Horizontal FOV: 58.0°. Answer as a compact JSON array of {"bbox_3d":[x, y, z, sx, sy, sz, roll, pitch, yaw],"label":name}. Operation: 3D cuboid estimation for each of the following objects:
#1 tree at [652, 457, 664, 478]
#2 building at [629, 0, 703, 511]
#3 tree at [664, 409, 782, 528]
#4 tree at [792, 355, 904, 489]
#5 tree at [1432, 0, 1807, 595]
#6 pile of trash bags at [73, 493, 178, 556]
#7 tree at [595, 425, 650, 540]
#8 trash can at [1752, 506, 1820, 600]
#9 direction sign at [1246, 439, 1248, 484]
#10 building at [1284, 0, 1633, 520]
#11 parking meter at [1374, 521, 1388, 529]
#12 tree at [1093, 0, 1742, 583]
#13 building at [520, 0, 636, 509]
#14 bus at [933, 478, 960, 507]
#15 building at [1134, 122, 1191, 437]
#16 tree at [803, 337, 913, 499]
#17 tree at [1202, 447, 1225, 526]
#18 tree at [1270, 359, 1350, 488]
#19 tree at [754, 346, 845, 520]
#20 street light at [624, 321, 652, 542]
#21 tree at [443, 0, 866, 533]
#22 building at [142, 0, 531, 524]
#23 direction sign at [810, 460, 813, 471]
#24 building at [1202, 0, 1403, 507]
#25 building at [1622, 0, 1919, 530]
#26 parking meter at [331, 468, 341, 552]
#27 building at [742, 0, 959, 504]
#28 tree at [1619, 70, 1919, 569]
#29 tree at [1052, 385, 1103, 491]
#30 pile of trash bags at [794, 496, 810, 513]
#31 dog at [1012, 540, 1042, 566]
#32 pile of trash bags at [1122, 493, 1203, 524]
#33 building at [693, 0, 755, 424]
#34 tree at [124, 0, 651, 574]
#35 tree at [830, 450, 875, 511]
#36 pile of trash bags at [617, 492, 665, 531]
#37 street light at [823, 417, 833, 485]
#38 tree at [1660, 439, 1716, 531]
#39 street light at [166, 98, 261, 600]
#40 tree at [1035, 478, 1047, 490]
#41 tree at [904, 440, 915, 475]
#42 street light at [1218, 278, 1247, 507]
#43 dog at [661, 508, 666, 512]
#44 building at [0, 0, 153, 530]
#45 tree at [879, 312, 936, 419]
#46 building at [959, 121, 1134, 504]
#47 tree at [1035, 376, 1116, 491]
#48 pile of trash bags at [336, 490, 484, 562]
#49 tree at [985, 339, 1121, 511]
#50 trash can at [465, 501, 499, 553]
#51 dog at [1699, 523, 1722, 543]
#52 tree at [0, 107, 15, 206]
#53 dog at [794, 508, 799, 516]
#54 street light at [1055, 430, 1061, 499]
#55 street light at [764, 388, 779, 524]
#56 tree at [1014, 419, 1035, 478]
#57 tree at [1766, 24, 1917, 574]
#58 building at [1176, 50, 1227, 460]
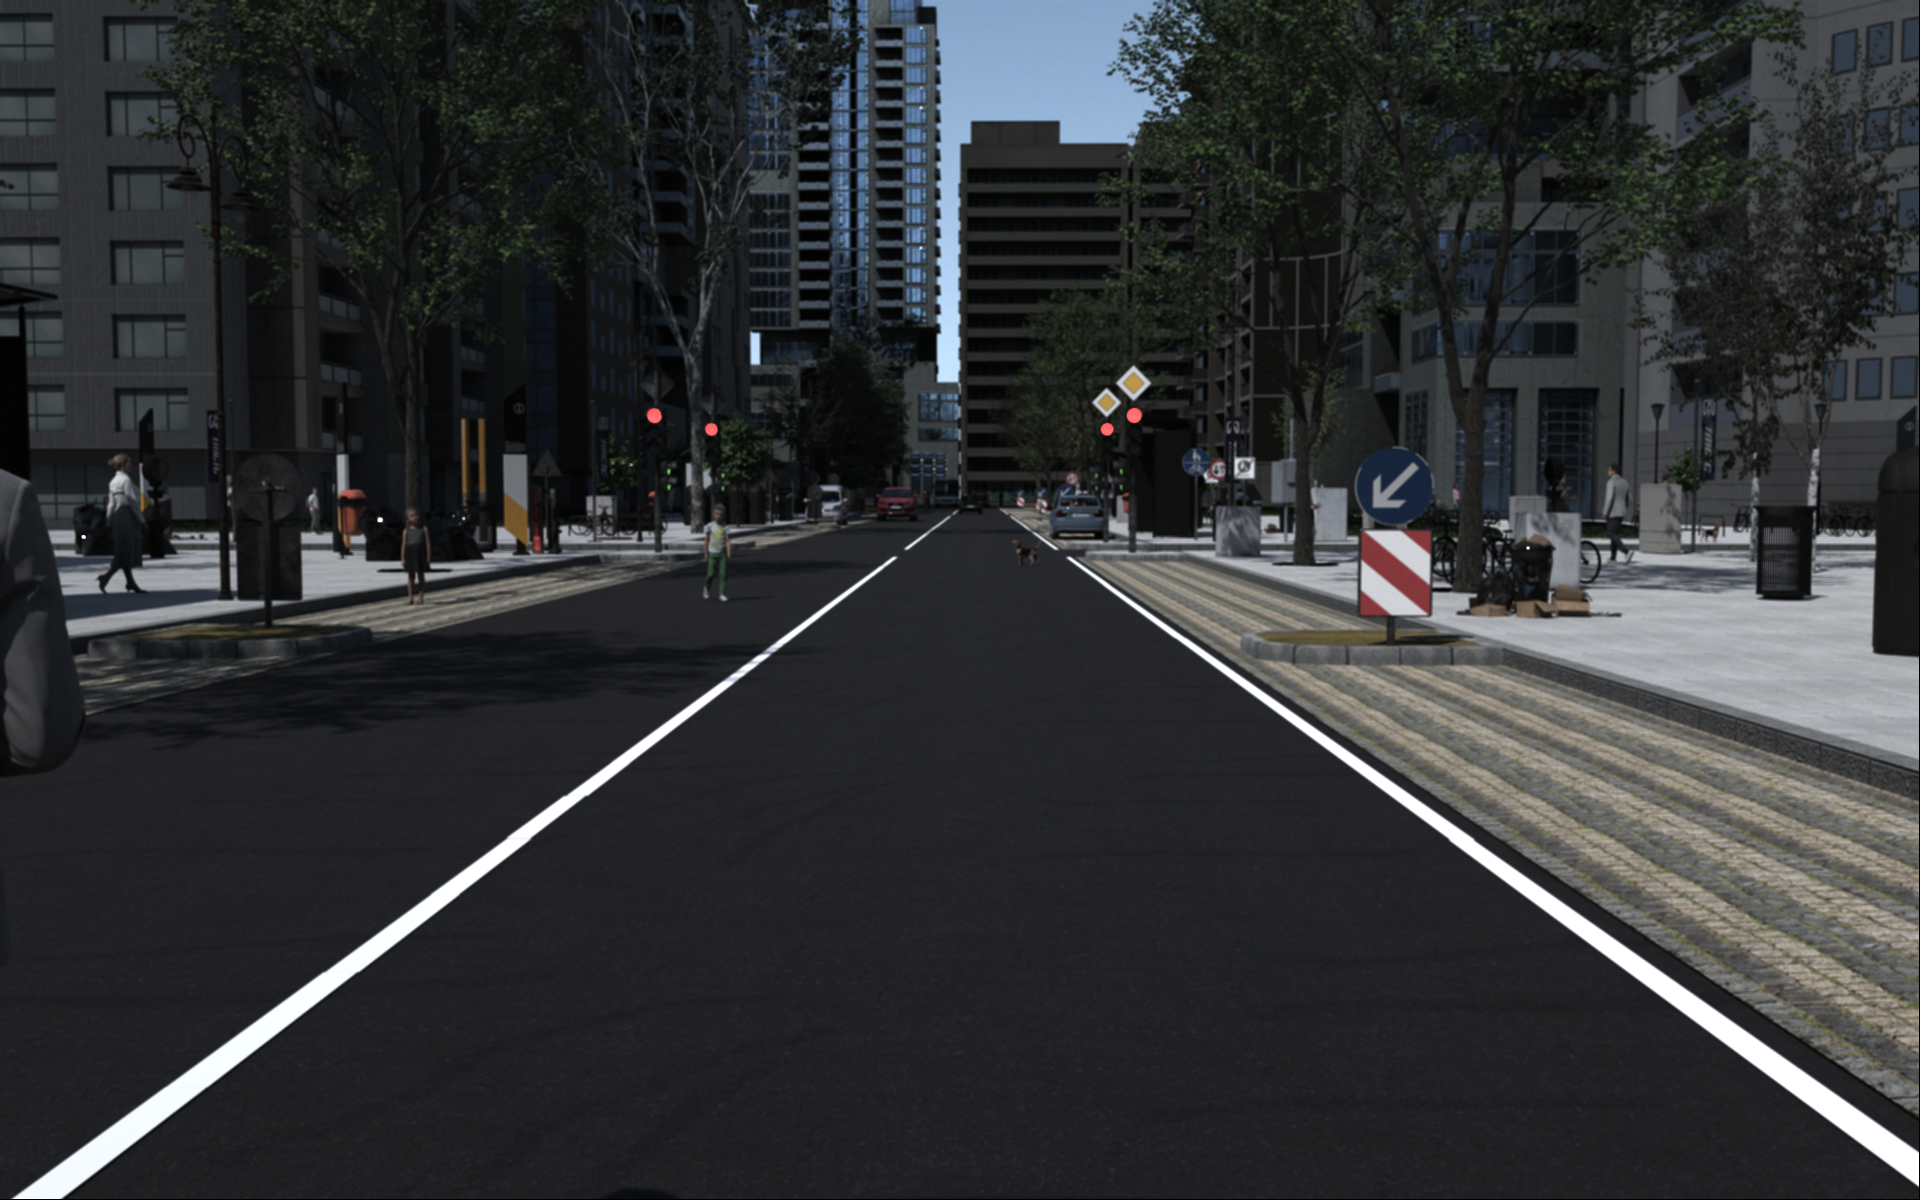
[{"bbox_3d":[-15.709,-7.014,98.389,4.285,4.588,4.351,0,3,0],"label":"tree"},{"bbox_3d":[-31.995,-50.295,134.996,22.319,86.520,31.000,0,4,1],"label":"building"},{"bbox_3d":[-8.440,-5.063,66.501,4.285,4.588,4.351,0,3,0],"label":"tree"},{"bbox_3d":[-7.818,-11.058,115.218,7.601,10.594,8.767,0,4,-1],"label":"tree"},{"bbox_3d":[6.508,-5.893,22.110,9.928,11.665,9.643,0,3,0],"label":"tree"},{"bbox_3d":[-18.045,-1.684,37.291,1.912,1.369,3.447,-2,4,-30],"label":"pile of trash bags"},{"bbox_3d":[-9.811,-3.315,48.809,1.663,3.219,1.824,0,3,0],"label":"tree"},{"bbox_3d":[10.027,-0.575,21.060,0.748,1.137,0.748,0,3,0],"label":"trash can"},{"bbox_3d":[11.086,-4.590,67.040,0.379,3.537,0.876,1,4,10],"label":"direction sign"},{"bbox_3d":[32.773,-48.051,98.306,22.319,86.520,31.000,0,4,1],"label":"building"},{"bbox_3d":[8.759,-1.837,35.753,0.399,1.863,0.255,-1,4,-21],"label":"parking meter"},{"bbox_3d":[6.240,-6.429,30.862,9.928,11.665,9.643,0,3,0],"label":"tree"},{"bbox_3d":[-29.071,-28.112,109.740,14.600,45.320,14.200,0,4,1],"label":"building"},{"bbox_3d":[-1.545,-12.057,191.996,2.948,3.499,13.247,0,4,-1],"label":"bus"},{"bbox_3d":[32.378,-36.992,228.526,21.600,48.544,21.300,0,4,1],"label":"building"},{"bbox_3d":[-8.147,-14.207,138.942,9.857,13.997,8.962,0,3,0],"label":"tree"},{"bbox_3d":[10.011,-4.672,70.996,1.663,3.219,1.824,0,3,0],"label":"tree"},{"bbox_3d":[18.714,-8.637,91.576,4.737,8.622,4.395,0,3,0],"label":"tree"},{"bbox_3d":[-8.179,-8.349,86.870,4.360,8.622,3.978,0,3,0],"label":"tree"},{"bbox_3d":[-8.606,-4.502,46.401,0.468,5.910,1.993,0,4,1],"label":"street light"},{"bbox_3d":[-9.794,-12.285,56.748,12.611,20.169,13.585,0,3,0],"label":"tree"},{"bbox_3d":[-30.806,-24.721,87.781,14.154,41.232,14.086,0,4,1],"label":"building"},{"bbox_3d":[-9.395,-7.171,109.236,0.379,3.537,0.876,1,4,23],"label":"direction sign"},{"bbox_3d":[31.403,-43.032,141.825,20.563,71.187,20.611,0,4,1],"label":"building"},{"bbox_3d":[44.017,-32.183,68.199,28.212,58.520,21.231,0,4,1],"label":"building"},{"bbox_3d":[-13.687,-1.990,38.248,0.255,1.863,0.399,-3,4,-36],"label":"parking meter"},{"bbox_3d":[-15.619,-55.997,228.223,31.000,86.520,22.319,0,4,1],"label":"building"},{"bbox_3d":[14.834,-5.032,32.637,4.360,8.622,3.978,0,3,0],"label":"tree"},{"bbox_3d":[7.869,-10.091,115.349,4.360,8.622,3.978,0,3,0],"label":"tree"},{"bbox_3d":[-10.395,-6.643,118.368,1.912,1.369,3.447,1,4,18],"label":"pile of trash bags"},{"bbox_3d":[1.340,-0.947,34.763,0.540,0.507,0.406,0,4,-6],"label":"dog"},{"bbox_3d":[8.703,-3.977,74.779,3.447,1.369,1.912,0,4,-4],"label":"pile of trash bags"},{"bbox_3d":[-35.072,-35.394,167.934,27.495,52.752,28.713,0,4,1],"label":"building"},{"bbox_3d":[-9.086,-6.255,28.025,9.928,11.665,9.643,0,3,0],"label":"tree"},{"bbox_3d":[-8.164,-8.942,129.917,4.285,4.588,4.351,0,3,0],"label":"tree"},{"bbox_3d":[-11.253,-3.129,60.918,1.912,1.369,3.447,1,4,11],"label":"pile of trash bags"},{"bbox_3d":[-7.924,-8.021,103.934,0.468,5.910,1.993,0,4,1],"label":"street light"},{"bbox_3d":[25.635,-4.069,61.137,1.663,3.219,1.824,0,3,0],"label":"tree"},{"bbox_3d":[-8.884,-2.935,20.780,0.468,5.910,1.993,0,4,1],"label":"street light"},{"bbox_3d":[8.640,-11.625,184.669,1.663,3.219,1.824,0,3,0],"label":"tree"},{"bbox_3d":[-8.178,-15.184,182.666,7.601,10.594,8.767,1,4,15],"label":"tree"},{"bbox_3d":[5.861,-3.942,37.238,0.468,5.910,1.993,0,4,1],"label":"street light"},{"bbox_3d":[-20.300,-6.217,118.485,0.406,0.507,0.540,-2,4,-26],"label":"dog"},{"bbox_3d":[-29.641,-23.372,65.722,14.154,41.232,14.086,0,4,1],"label":"building"},{"bbox_3d":[-9.307,-18.735,162.207,12.611,20.169,13.585,0,3,0],"label":"tree"},{"bbox_3d":[10.670,-36.975,228.238,21.600,48.544,21.300,0,4,1],"label":"building"},{"bbox_3d":[7.675,-9.664,108.365,4.737,8.622,4.395,0,3,0],"label":"tree"},{"bbox_3d":[-10.960,-1.473,33.838,3.447,1.369,1.912,2,4,32],"label":"pile of trash bags"},{"bbox_3d":[6.894,-13.677,133.984,12.009,13.543,11.850,0,3,0],"label":"tree"},{"bbox_3d":[-10.475,-1.610,37.982,0.748,1.137,0.748,0,3,0],"label":"trash can"},{"bbox_3d":[19.919,-1.783,45.978,0.540,0.507,0.406,1,4,21],"label":"dog"},{"bbox_3d":[-16.726,-4.648,26.359,4.360,8.622,3.978,0,3,0],"label":"tree"},{"bbox_3d":[-9.553,-5.047,99.353,0.540,0.507,0.406,-3,5,-41],"label":"dog"},{"bbox_3d":[6.765,-9.002,119.970,0.468,5.910,1.993,0,4,1],"label":"street light"},{"bbox_3d":[-8.182,-6.269,75.279,0.468,5.910,1.993,0,4,1],"label":"street light"},{"bbox_3d":[7.211,-12.951,162.111,4.737,8.622,4.395,0,3,0],"label":"tree"},{"bbox_3d":[13.766,-4.748,27.999,4.360,8.622,3.978,0,3,0],"label":"tree"},{"bbox_3d":[32.746,-31.390,167.842,22.147,44.769,28.867,0,4,1],"label":"building"}]
